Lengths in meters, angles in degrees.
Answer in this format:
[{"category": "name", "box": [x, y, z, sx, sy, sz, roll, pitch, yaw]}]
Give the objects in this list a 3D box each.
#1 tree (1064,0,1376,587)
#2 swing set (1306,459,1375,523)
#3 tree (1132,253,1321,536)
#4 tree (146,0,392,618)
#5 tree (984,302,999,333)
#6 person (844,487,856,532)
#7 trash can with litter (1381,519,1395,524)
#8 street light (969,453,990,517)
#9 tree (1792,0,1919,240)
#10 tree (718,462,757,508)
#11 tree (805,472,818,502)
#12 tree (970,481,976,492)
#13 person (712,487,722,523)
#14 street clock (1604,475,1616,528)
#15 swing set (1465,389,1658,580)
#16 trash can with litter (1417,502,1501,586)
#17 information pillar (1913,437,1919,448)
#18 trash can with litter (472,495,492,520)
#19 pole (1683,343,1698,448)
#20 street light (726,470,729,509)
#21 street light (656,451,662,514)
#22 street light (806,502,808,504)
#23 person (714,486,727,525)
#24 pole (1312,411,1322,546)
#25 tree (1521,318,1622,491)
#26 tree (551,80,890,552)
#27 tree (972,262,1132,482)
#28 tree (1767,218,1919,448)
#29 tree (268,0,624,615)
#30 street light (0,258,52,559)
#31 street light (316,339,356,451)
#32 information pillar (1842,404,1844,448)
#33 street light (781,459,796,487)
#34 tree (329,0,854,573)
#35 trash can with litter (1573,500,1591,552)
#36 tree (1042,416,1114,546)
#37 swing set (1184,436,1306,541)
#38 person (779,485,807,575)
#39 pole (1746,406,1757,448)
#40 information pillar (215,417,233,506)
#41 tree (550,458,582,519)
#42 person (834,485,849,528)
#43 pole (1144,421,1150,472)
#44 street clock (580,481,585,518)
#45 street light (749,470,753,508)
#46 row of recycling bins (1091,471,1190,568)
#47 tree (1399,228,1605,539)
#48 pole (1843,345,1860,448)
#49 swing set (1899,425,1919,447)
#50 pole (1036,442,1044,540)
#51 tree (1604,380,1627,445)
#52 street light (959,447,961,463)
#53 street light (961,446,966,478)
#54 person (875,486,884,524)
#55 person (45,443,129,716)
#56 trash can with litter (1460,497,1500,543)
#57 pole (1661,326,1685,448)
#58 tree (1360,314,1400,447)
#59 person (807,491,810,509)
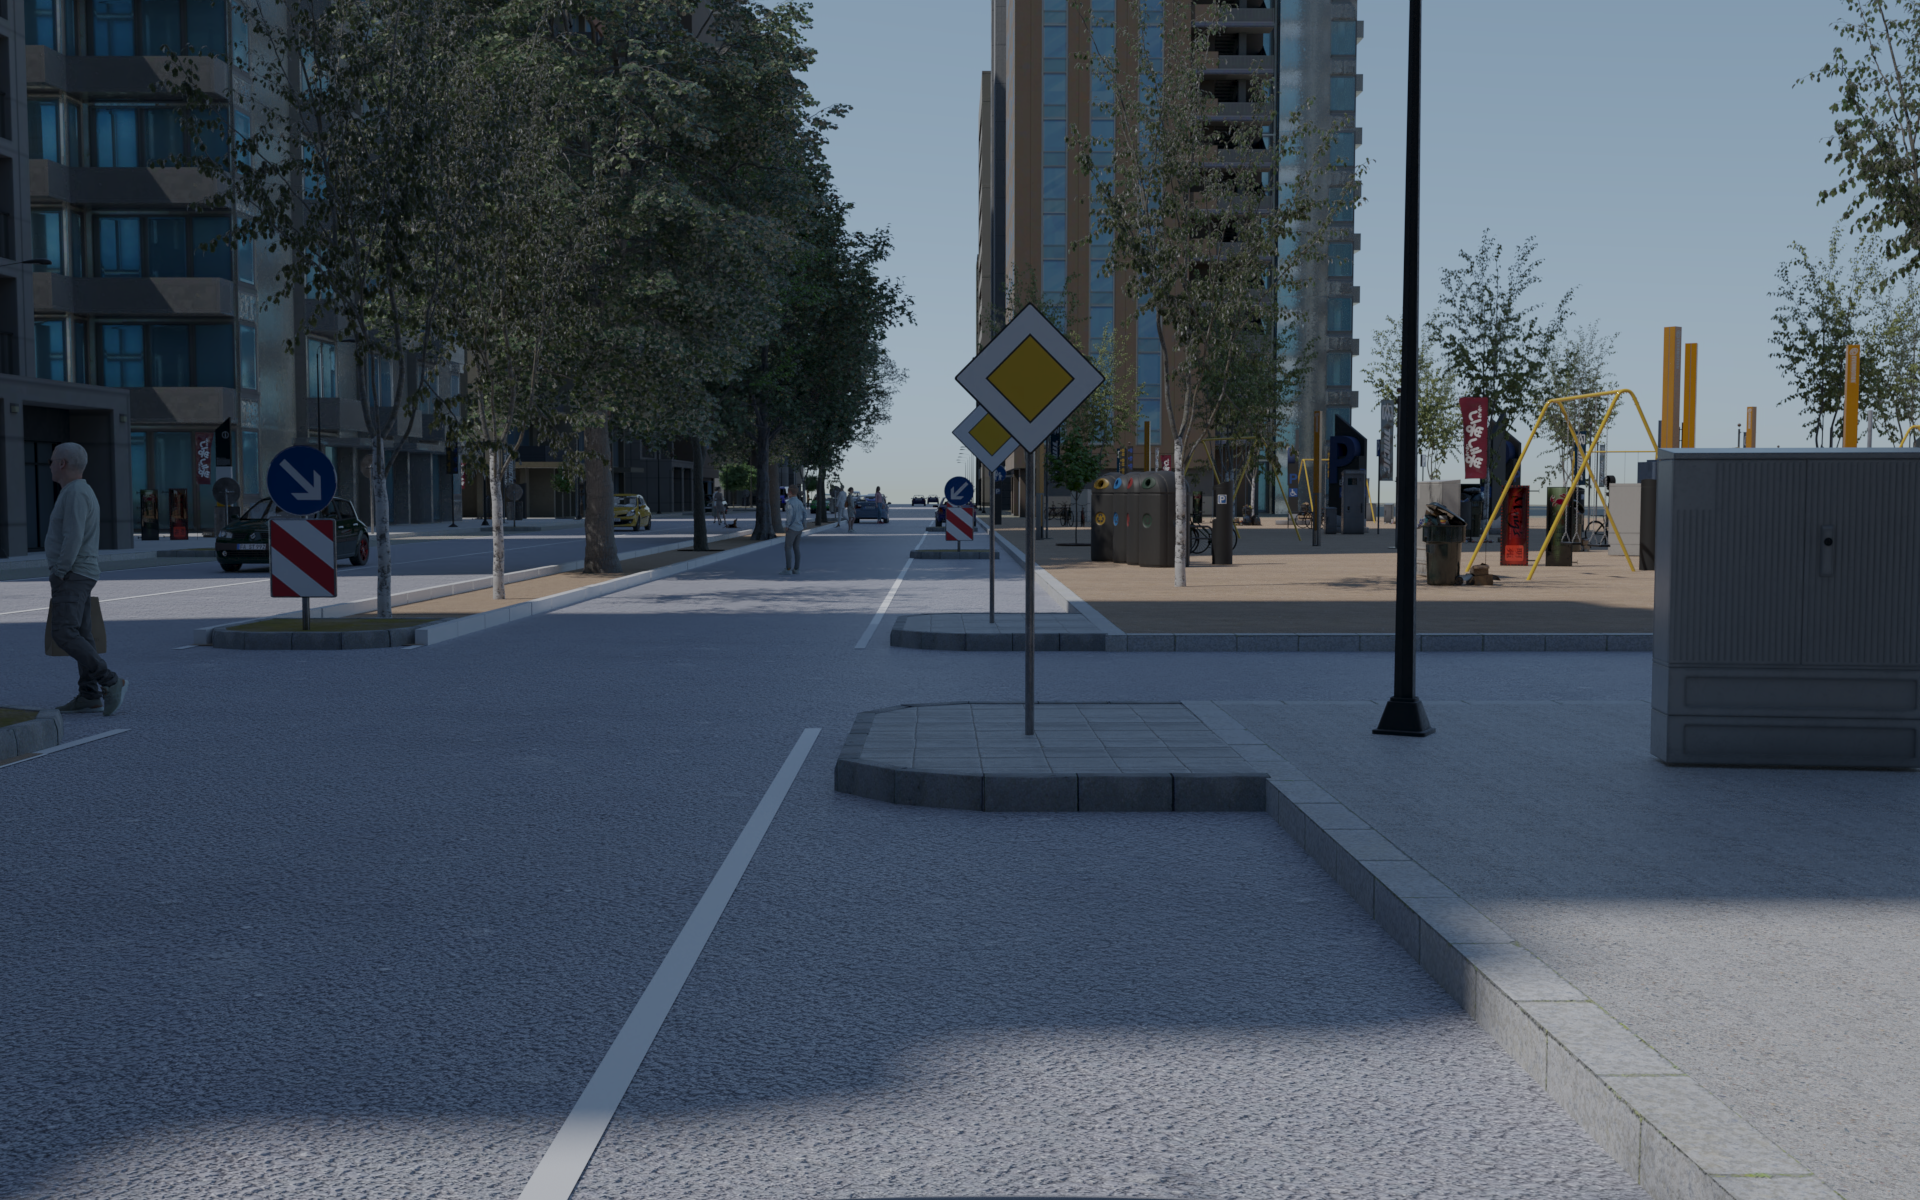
[{"category": "tree", "box": [3.139, -4.475, 23.526, 4.360, 8.622, 3.978, 0, 3, 0]}, {"category": "swing set", "box": [16.584, -4.896, 77.662, 3.119, 2.851, 2.862, -1, 4, -12]}, {"category": "tree", "box": [8.594, -6.287, 53.161, 4.737, 8.622, 4.395, 0, 3, 0]}, {"category": "tree", "box": [-6.293, -4.017, 18.503, 4.360, 8.622, 3.978, 0, 3, 0]}, {"category": "tree", "box": [2.646, -6.815, 61.788, 4.360, 8.622, 3.978, 0, 3, 0]}, {"category": "person", "box": [-4.089, -3.387, 64.876, 0.522, 1.701, 0.512, -1, 4, -18]}, {"category": "trash can with litter", "box": [18.647, -3.858, 74.133, 1.678, 1.210, 2.233, 1, 4, 21]}, {"category": "street light", "box": [1.299, -7.651, 97.637, 1.470, 5.913, 1.316, 0, 4, 0]}, {"category": "tree", "box": [11.279, -4.217, 19.318, 4.360, 8.622, 3.978, 0, 3, 0]}, {"category": "tree", "box": [-20.743, -11.291, 168.315, 4.285, 4.588, 4.351, 0, 3, 0]}, {"category": "tree", "box": [-21.683, -16.426, 252.282, 4.285, 4.588, 4.351, 0, 3, 0]}, {"category": "tree", "box": [1.108, -14.113, 225.352, 1.663, 3.219, 1.824, 0, 3, 0]}, {"category": "person", "box": [-11.805, -4.618, 84.234, 0.478, 1.798, 0.641, -3, 4, -38]}, {"category": "street clock", "box": [24.923, -3.785, 66.462, 0.358, 2.002, 0.471, -1, 4, -12]}, {"category": "swing set", "box": [9.814, -1.798, 27.025, 2.862, 2.851, 3.119, 0, 4, -2]}, {"category": "trash can with litter", "box": [7.030, -0.797, 24.422, 1.055, 1.170, 0.624, 0, 4, -8]}, {"category": "information pillar", "box": [35.830, -4.487, 64.716, 0.504, 3.616, 0.183, 0, 4, -5]}, {"category": "trash can with litter", "box": [-24.009, -4.701, 87.920, 1.678, 1.210, 2.233, -2, 4, -34]}, {"category": "pole", "box": [9.884, -1.814, 23.498, 0.158, 3.312, 0.155, 0, 3, 0]}, {"category": "street light", "box": [-19.294, -10.691, 147.345, 1.470, 5.913, 1.316, 0, 4, 0]}, {"category": "street light", "box": [-19.001, -8.546, 112.263, 1.470, 5.913, 1.316, 0, 4, 0]}, {"category": "street light", "box": [-19.700, -14.725, 213.292, 1.470, 5.913, 1.316, 0, 4, 0]}, {"category": "person", "box": [-10.977, -4.318, 79.441, 0.599, 1.781, 0.374, 2, 4, 24]}, {"category": "pole", "box": [8.781, -2.979, 42.553, 0.158, 3.312, 0.155, 0, 3, 0]}, {"category": "tree", "box": [25.921, -7.510, 73.155, 4.360, 8.622, 3.978, 0, 3, 0]}, {"category": "tree", "box": [-6.574, -7.018, 42.950, 9.928, 11.665, 9.643, 0, 3, 0]}, {"category": "tree", "box": [2.452, -6.358, 54.321, 4.737, 8.622, 4.395, 0, 3, 0]}, {"category": "tree", "box": [23.925, -5.928, 47.280, 4.737, 8.622, 4.395, 0, 3, 0]}, {"category": "tree", "box": [-6.224, -4.290, 22.956, 4.360, 8.622, 3.978, 0, 3, 0]}, {"category": "street light", "box": [-18.587, -3.775, 34.268, 1.470, 5.913, 1.316, 0, 4, 0]}, {"category": "street light", "box": [-18.665, -4.854, 51.908, 1.470, 5.913, 1.316, 0, 4, 0]}, {"category": "information pillar", "box": [22.536, -3.219, 43.988, 0.183, 3.616, 0.504, 0, 4, 0]}, {"category": "street light", "box": [-19.618, -13.650, 195.719, 1.470, 5.913, 1.316, 0, 4, 0]}, {"category": "tree", "box": [-6.465, -7.445, 30.843, 9.857, 13.997, 8.962, 0, 3, 0]}, {"category": "trash can with litter", "box": [13.654, -1.664, 38.600, 0.624, 1.170, 1.055, 3, 5, 40]}, {"category": "tree", "box": [2.763, -2.957, 42.954, 1.663, 3.219, 1.824, 0, 3, 0]}, {"category": "swing set", "box": [7.421, -3.096, 48.244, 2.862, 2.851, 3.119, -2, 4, -27]}, {"category": "person", "box": [-2.981, -1.265, 30.998, 0.330, 1.601, 0.589, 3, 4, 38]}, {"category": "pole", "box": [18.437, -2.849, 40.423, 0.158, 3.312, 0.155, 0, 3, 0]}, {"category": "information pillar", "box": [-22.238, -3.733, 52.386, 0.504, 3.616, 0.183, 0, 4, 4]}, {"category": "tree", "box": [-20.457, -5.844, 90.149, 1.663, 3.219, 1.824, 0, 3, 0]}, {"category": "person", "box": [-4.986, -4.021, 74.116, 0.818, 1.842, 0.514, 0, 4, 7]}, {"category": "pole", "box": [5.237, -3.343, 48.499, 0.158, 3.312, 0.155, 0, 3, 0]}, {"category": "street clock", "box": [-20.218, -5.382, 92.568, 0.358, 2.002, 0.471, -1, 4, -16]}, {"category": "street light", "box": [-19.352, -11.771, 164.990, 1.470, 5.913, 1.316, 0, 4, 0]}, {"category": "row of recycling bins", "box": [3.307, -1.508, 31.766, 1.069, 1.692, 3.534, -1, 4, -14]}, {"category": "tree", "box": [15.148, -6.025, 48.869, 4.737, 8.622, 4.395, 0, 3, 0]}, {"category": "pole", "box": [12.211, -1.831, 23.778, 0.158, 3.312, 0.155, 0, 3, 0]}, {"category": "swing set", "box": [21.614, -2.479, 38.152, 2.862, 2.851, 3.119, 0, 4, 4]}, {"category": "pole", "box": [2.227, -3.326, 48.225, 0.158, 3.312, 0.155, 0, 3, 0]}, {"category": "tree", "box": [28.642, -8.004, 81.229, 4.737, 8.622, 4.395, 0, 3, 0]}, {"category": "street light", "box": [0.862, -10.882, 150.465, 1.470, 5.913, 1.316, 0, 4, 0]}, {"category": "street light", "box": [1.023, -9.818, 133.070, 1.470, 5.913, 1.316, 0, 4, 0]}, {"category": "person", "box": [-3.894, -4.572, 83.265, 0.388, 1.821, 0.555, 1, 4, 22]}, {"category": "person", "box": [-5.775, -0.148, 11.411, 0.515, 1.767, 0.782, -2, 4, -24]}, {"category": "trash can with litter", "box": [13.650, -2.116, 45.656, 2.233, 1.210, 1.678, 0, 4, -7]}, {"category": "pole", "box": [8.683, -1.673, 21.195, 0.158, 3.312, 0.155, 0, 3, 0]}, {"category": "tree", "box": [17.559, -7.139, 67.080, 4.737, 8.622, 4.395, 0, 3, 0]}, {"category": "person", "box": [-14.348, -9.504, 164.602, 0.721, 1.735, 1.217, 0, 4, -2]}]
